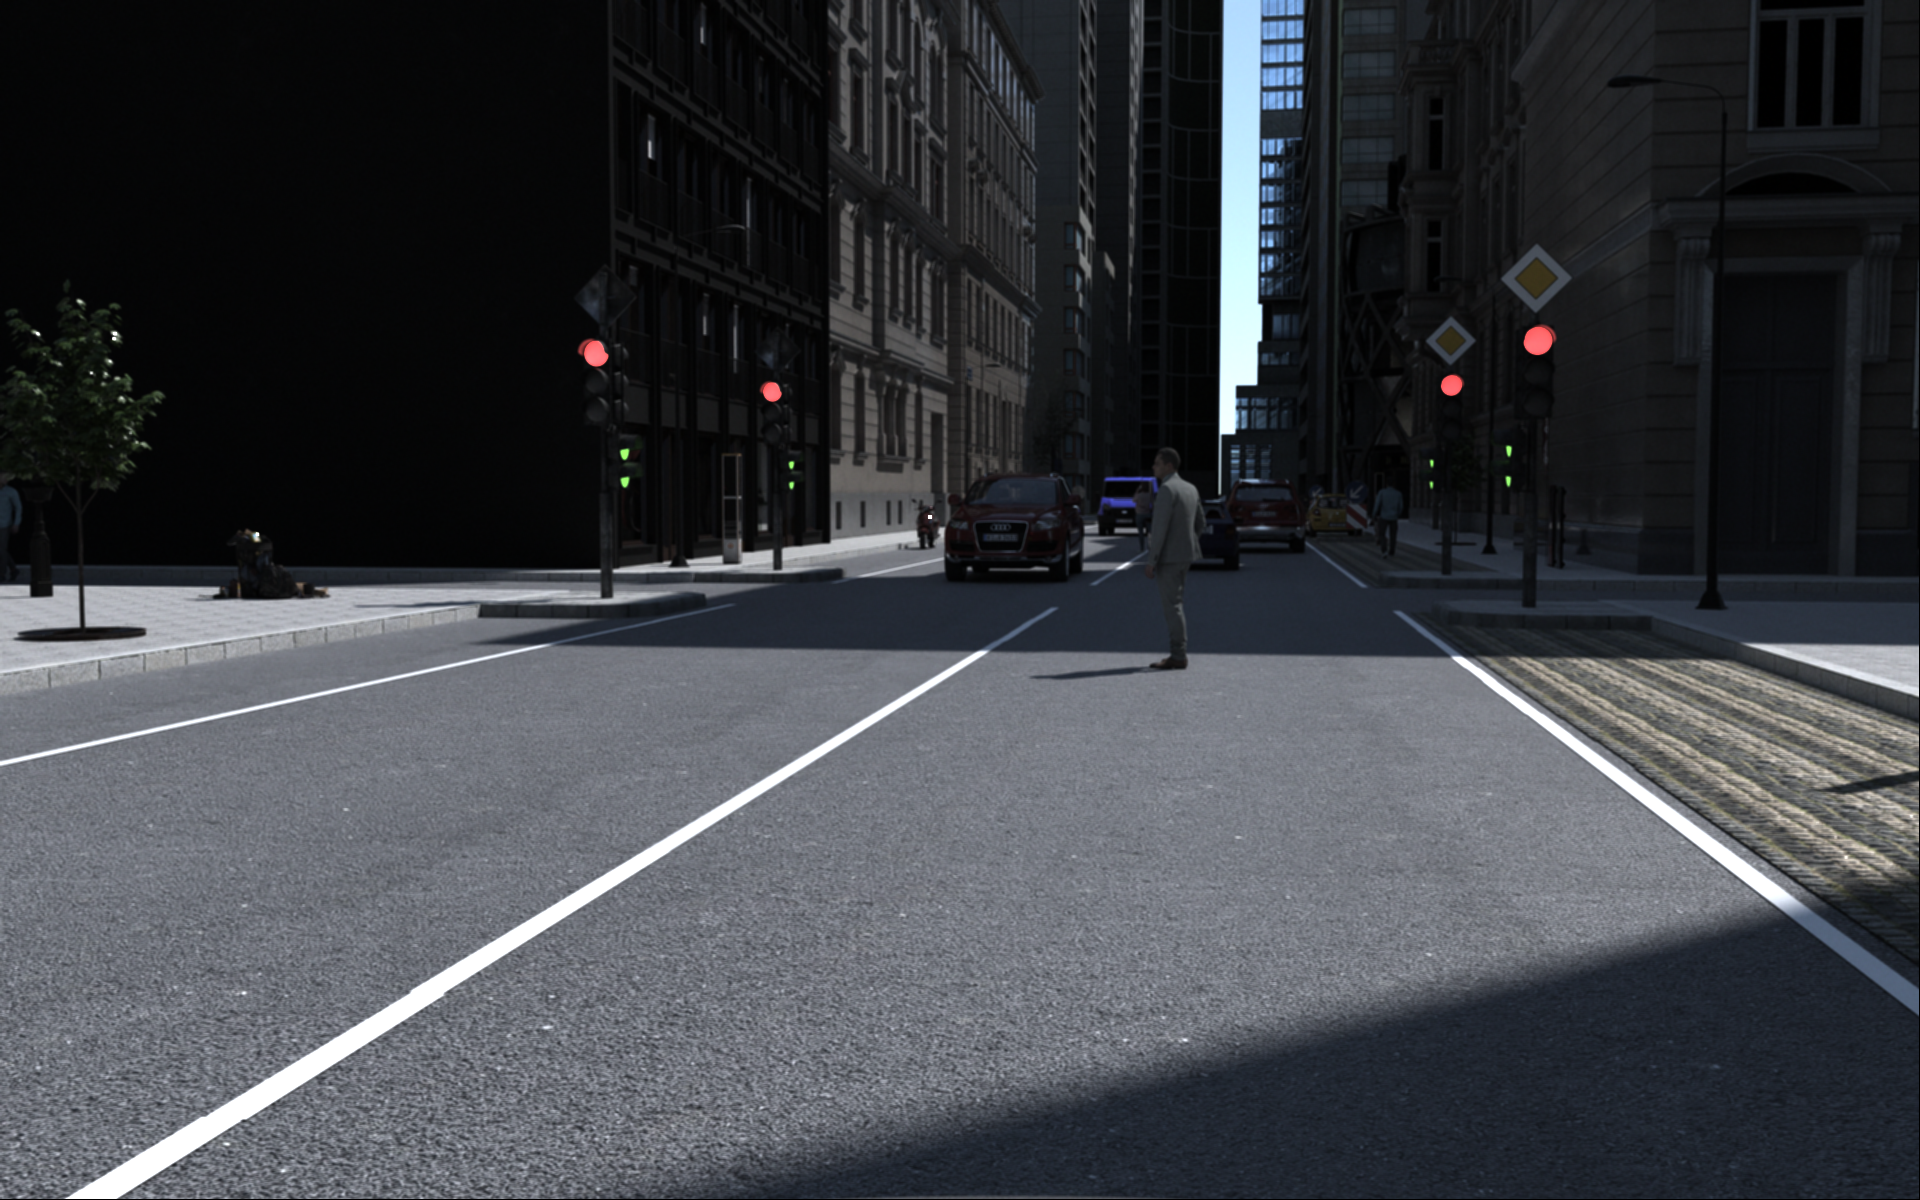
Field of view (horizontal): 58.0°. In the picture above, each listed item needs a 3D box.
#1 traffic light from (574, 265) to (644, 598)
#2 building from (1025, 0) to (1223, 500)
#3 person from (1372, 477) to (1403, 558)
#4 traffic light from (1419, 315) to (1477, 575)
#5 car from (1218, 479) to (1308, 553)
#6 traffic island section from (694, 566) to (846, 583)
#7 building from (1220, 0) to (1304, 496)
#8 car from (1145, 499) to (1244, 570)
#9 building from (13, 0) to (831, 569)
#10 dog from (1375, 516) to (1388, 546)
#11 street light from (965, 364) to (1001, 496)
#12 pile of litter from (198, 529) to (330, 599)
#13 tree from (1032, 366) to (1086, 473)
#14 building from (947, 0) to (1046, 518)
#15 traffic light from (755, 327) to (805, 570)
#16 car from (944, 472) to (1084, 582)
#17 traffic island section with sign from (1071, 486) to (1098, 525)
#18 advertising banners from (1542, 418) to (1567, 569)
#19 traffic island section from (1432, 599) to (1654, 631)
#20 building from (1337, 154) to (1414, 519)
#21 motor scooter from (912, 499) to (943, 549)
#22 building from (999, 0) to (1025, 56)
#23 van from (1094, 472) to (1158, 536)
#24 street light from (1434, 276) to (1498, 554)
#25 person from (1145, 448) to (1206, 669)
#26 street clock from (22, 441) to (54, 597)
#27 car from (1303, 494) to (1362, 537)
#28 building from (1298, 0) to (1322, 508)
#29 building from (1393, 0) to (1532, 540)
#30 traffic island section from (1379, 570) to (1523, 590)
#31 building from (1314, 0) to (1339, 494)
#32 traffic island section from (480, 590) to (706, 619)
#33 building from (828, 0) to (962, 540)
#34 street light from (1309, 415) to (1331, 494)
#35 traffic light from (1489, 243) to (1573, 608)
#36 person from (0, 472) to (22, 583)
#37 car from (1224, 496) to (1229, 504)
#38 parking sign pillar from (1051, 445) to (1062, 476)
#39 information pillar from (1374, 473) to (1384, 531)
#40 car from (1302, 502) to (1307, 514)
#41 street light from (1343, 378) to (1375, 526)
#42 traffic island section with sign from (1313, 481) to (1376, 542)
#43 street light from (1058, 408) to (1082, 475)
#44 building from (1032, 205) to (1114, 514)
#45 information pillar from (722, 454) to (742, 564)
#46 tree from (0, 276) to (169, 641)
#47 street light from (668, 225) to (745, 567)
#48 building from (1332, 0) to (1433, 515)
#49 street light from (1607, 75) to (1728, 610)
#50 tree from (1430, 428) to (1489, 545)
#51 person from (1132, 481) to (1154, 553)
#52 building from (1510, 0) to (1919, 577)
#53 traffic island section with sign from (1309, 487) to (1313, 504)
[{"bbox_3d":[-4.339,-1.977,21.252,0.839,4.253,0.868,1,4,9],"label":"traffic light"},{"bbox_3d":[19.125,-46.338,195.880,20.611,71.187,20.563,1,4,9],"label":"building"},{"bbox_3d":[9.511,-1.832,38.467,0.660,1.820,0.620,0,4,-2],"label":"person"},{"bbox_3d":[7.712,-2.354,27.411,0.839,4.253,0.868,1,4,9],"label":"traffic light"},{"bbox_3d":[7.684,-2.157,43.944,2.281,1.827,5.304,1,4,9],"label":"car"},{"bbox_3d":[-3.100,-0.428,29.275,2.009,0.180,2.903,1,4,9],"label":"traffic island section"},{"bbox_3d":[45.075,-53.789,192.113,31.000,86.520,22.319,1,4,9],"label":"building"},{"bbox_3d":[4.600,-1.312,34.040,1.945,1.354,3.894,0,4,8],"label":"car"},{"bbox_3d":[-10.710,-12.720,37.644,12.332,23.373,15.834,1,4,9],"label":"building"},{"bbox_3d":[11.585,-1.907,48.016,0.513,0.831,0.800,3,5,41],"label":"dog"},{"bbox_3d":[0.766,-5.463,61.856,1.470,5.913,1.316,1,4,9],"label":"street light"},{"bbox_3d":[-8.664,-0.466,21.591,1.719,0.858,1.176,2,4,32],"label":"pile of litter"},{"bbox_3d":[4.986,-9.075,98.739,4.360,8.622,3.978,0,3,0],"label":"tree"},{"bbox_3d":[-3.514,-17.372,81.296,12.463,27.353,25.104,1,4,9],"label":"building"},{"bbox_3d":[-3.062,-2.460,29.134,0.839,4.253,0.868,1,4,9],"label":"traffic light"},{"bbox_3d":[1.015,-1.311,30.111,2.281,1.827,5.304,1,4,8],"label":"car"},{"bbox_3d":[5.534,-4.394,80.469,1.989,1.847,2.006,1,4,9],"label":"traffic island section with sign"},{"bbox_3d":[10.452,-2.100,30.517,0.090,3.025,2.074,1,4,9],"label":"advertising banners"},{"bbox_3d":[6.472,0.162,19.636,2.009,0.180,2.903,1,4,9],"label":"traffic island section"},{"bbox_3d":[28.578,-13.718,91.739,16.820,18.784,16.811,1,4,9],"label":"building"},{"bbox_3d":[-0.839,-2.005,45.566,0.815,1.314,1.986,0,4,8],"label":"motor scooter"},{"bbox_3d":[6.903,-44.617,167.746,20.611,71.187,20.563,1,4,9],"label":"building"},{"bbox_3d":[5.989,-3.466,61.058,2.240,2.365,5.245,1,4,10],"label":"van"},{"bbox_3d":[10.791,-3.941,36.973,1.470,5.913,1.316,1,4,9],"label":"street light"},{"bbox_3d":[1.755,-0.345,14.242,0.391,1.810,0.635,2,4,26],"label":"person"},{"bbox_3d":[-11.473,-1.040,21.577,0.471,2.002,0.358,2,4,34],"label":"street clock"},{"bbox_3d":[12.496,-2.928,58.096,2.015,1.641,3.980,0,4,8],"label":"car"},{"bbox_3d":[43.176,-32.946,162.373,21.300,48.544,21.600,1,4,9],"label":"building"},{"bbox_3d":[22.713,-14.748,60.222,14.460,24.649,34.723,1,4,9],"label":"building"},{"bbox_3d":[7.750,-0.320,27.519,2.009,0.180,2.903,1,4,9],"label":"traffic island section"},{"bbox_3d":[33.072,-28.985,124.009,14.600,45.320,14.200,1,4,9],"label":"building"},{"bbox_3d":[-4.377,0.054,21.393,2.009,0.180,2.903,1,4,9],"label":"traffic island section"},{"bbox_3d":[-8.294,-16.509,57.306,14.401,28.519,23.554,1,4,9],"label":"building"},{"bbox_3d":[21.077,-7.880,101.377,1.470,5.913,1.316,1,4,9],"label":"street light"},{"bbox_3d":[6.434,-1.872,19.528,0.839,4.253,0.868,1,4,9],"label":"traffic light"},{"bbox_3d":[-15.447,-1.204,28.055,0.638,1.841,0.748,1,4,18],"label":"person"},{"bbox_3d":[16.906,-5.724,106.168,1.945,1.354,3.894,1,4,9],"label":"car"},{"bbox_3d":[5.310,-6.527,95.186,1.447,3.967,1.447,1,4,12],"label":"parking sign pillar"},{"bbox_3d":[14.545,-3.402,60.116,0.304,2.012,0.304,1,4,11],"label":"information pillar"},{"bbox_3d":[20.087,-5.654,105.024,1.945,1.354,3.894,1,4,9],"label":"car"},{"bbox_3d":[16.011,-5.920,69.338,1.470,5.913,1.316,1,4,9],"label":"street light"},{"bbox_3d":[11.722,-2.648,51.919,1.989,1.847,2.006,1,4,9],"label":"traffic island section with sign"},{"bbox_3d":[5.900,-7.401,93.552,1.470,5.913,1.316,1,4,9],"label":"street light"},{"bbox_3d":[-4.206,-16.832,120.245,27.650,21.520,28.899,1,4,9],"label":"building"},{"bbox_3d":[-4.185,-1.670,31.793,0.304,2.012,0.304,0,4,4],"label":"information pillar"},{"bbox_3d":[-7.944,-1.285,15.604,1.663,3.219,1.824,0,3,0],"label":"tree"},{"bbox_3d":[-4.403,-3.524,30.166,1.470,5.913,1.316,1,4,9],"label":"street light"},{"bbox_3d":[30.898,-26.058,109.647,14.154,41.232,14.086,1,4,9],"label":"building"},{"bbox_3d":[7.872,-2.859,19.284,1.470,5.913,1.316,1,4,9],"label":"street light"},{"bbox_3d":[12.654,-3.001,43.674,1.663,3.219,1.824,0,3,0],"label":"tree"},{"bbox_3d":[4.508,-1.996,41.720,0.593,1.750,0.643,-1,4,-21],"label":"person"},{"bbox_3d":[21.345,-15.003,31.202,20.117,28.700,13.634,1,4,9],"label":"building"},{"bbox_3d":[16.027,-4.275,78.530,1.989,1.847,2.006,1,4,9],"label":"traffic island section with sign"}]
